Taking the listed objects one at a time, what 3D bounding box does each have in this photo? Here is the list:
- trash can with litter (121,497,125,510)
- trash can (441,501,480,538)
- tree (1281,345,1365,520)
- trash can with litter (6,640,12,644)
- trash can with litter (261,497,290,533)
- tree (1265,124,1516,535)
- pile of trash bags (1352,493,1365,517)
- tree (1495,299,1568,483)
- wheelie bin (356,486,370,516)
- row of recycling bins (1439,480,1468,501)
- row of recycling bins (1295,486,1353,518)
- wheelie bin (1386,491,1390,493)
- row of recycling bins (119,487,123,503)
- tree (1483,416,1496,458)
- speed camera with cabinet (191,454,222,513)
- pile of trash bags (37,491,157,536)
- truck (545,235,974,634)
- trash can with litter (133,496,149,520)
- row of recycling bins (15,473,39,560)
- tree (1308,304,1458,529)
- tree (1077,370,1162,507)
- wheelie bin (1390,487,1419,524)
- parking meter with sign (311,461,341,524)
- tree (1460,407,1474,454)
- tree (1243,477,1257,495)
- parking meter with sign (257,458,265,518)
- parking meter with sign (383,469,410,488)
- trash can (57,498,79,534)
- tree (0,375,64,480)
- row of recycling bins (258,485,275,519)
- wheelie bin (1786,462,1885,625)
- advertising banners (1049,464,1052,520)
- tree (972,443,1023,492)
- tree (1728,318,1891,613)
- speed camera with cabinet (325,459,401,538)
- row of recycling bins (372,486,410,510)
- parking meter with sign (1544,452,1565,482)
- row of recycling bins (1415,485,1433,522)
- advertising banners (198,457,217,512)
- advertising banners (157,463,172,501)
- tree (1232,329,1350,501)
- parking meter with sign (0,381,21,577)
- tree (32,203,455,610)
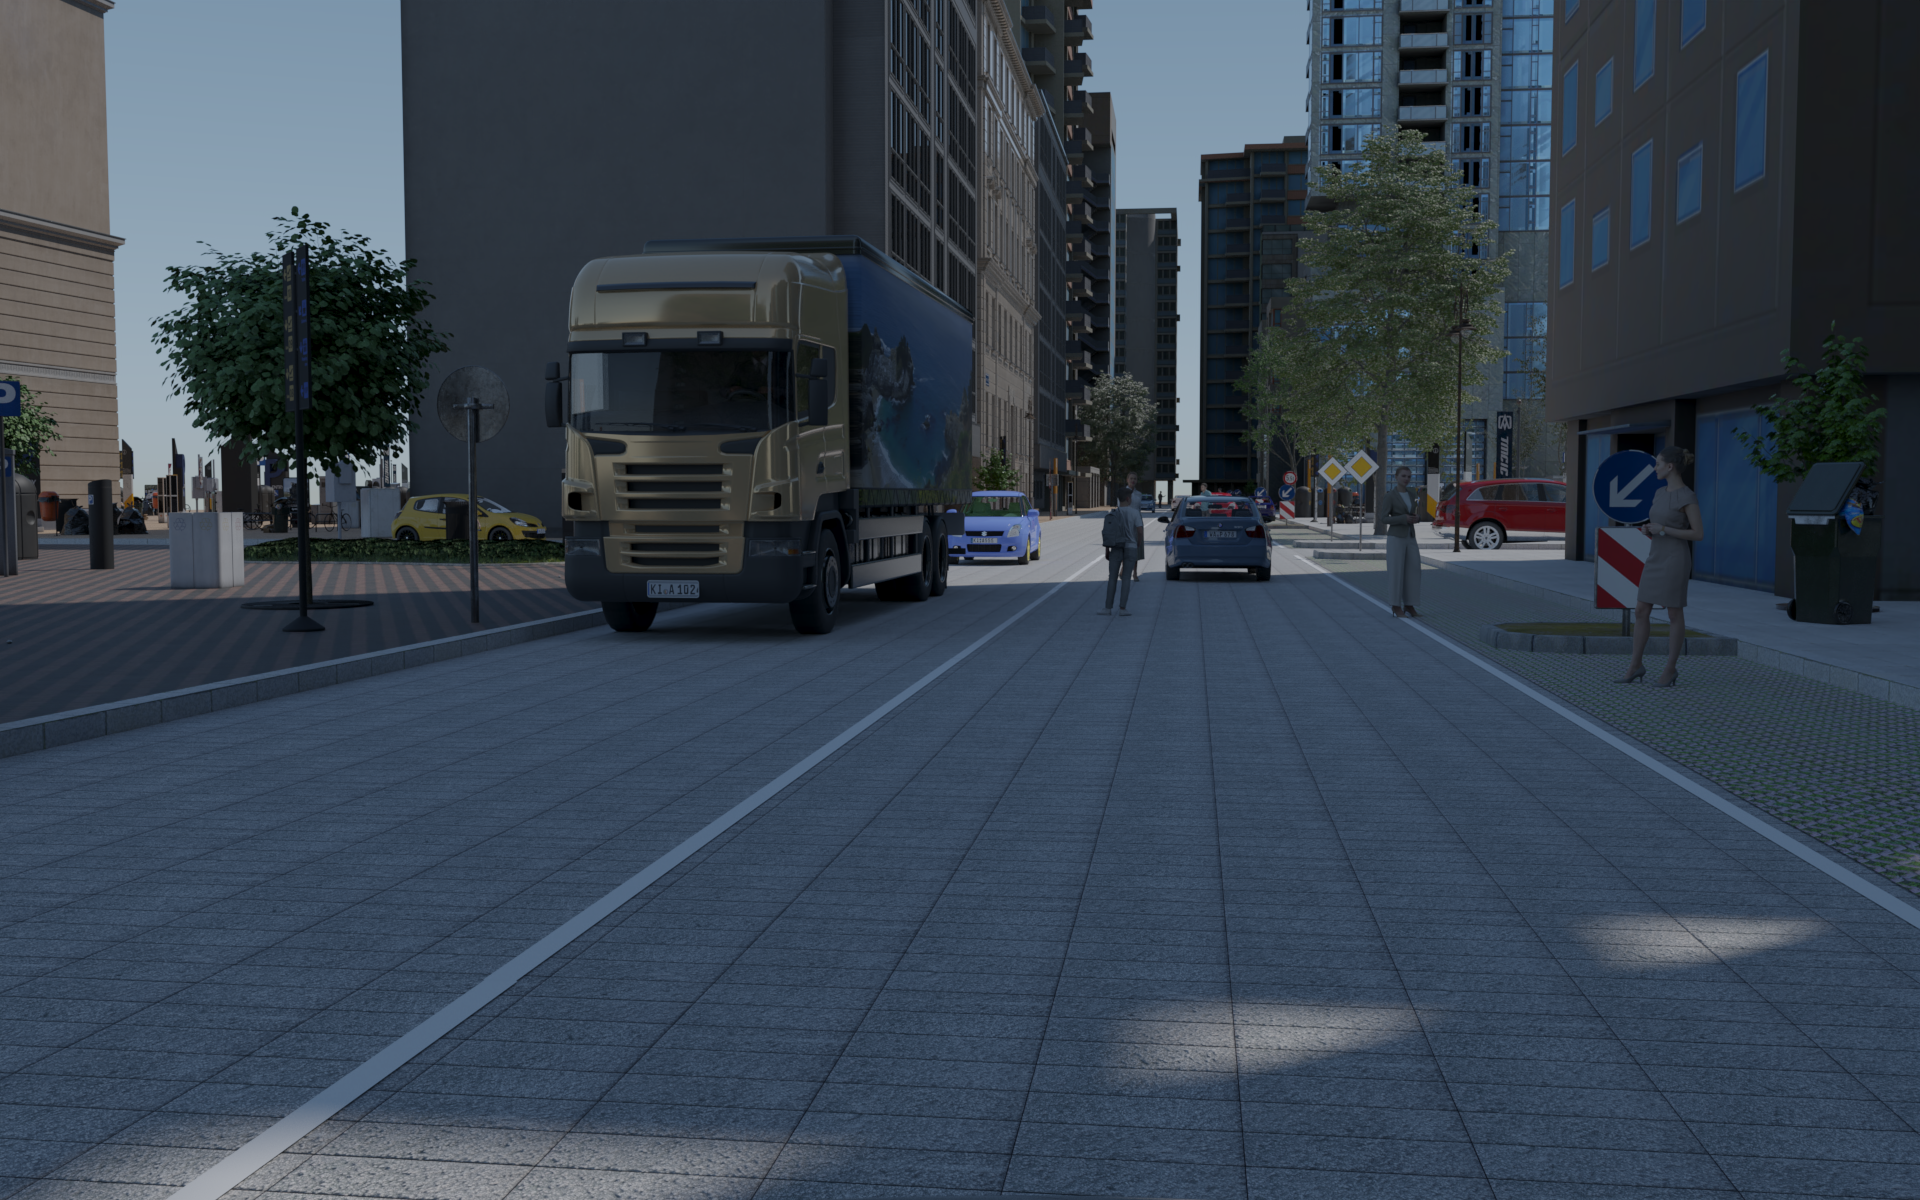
[{"bbox_3d":[-34.672,-3.627,70.691,1.055,1.170,0.624,-1,4,-19],"label":"trash can with litter"},{"bbox_3d":[-10.045,-1.421,34.887,0.748,1.137,0.748,0,3,0],"label":"trash can"},{"bbox_3d":[17.459,-8.179,84.081,4.360,8.622,3.978,0,3,0],"label":"tree"},{"bbox_3d":[-9.224,-0.255,15.228,1.678,1.210,2.233,-2,4,-24],"label":"trash can with litter"},{"bbox_3d":[-22.601,-2.794,57.064,1.055,1.170,0.624,2,4,25],"label":"trash can with litter"},{"bbox_3d":[13.519,-8.286,53.607,7.486,12.596,7.792,0,3,0],"label":"tree"},{"bbox_3d":[22.875,-5.397,97.992,1.912,1.369,3.447,-1,4,-11],"label":"pile of trash bags"},{"bbox_3d":[21.759,-6.797,61.485,4.360,8.622,3.978,0,3,0],"label":"tree"},{"bbox_3d":[-23.157,-3.619,67.084,0.693,1.594,0.980,2,4,32],"label":"wheelie bin"},{"bbox_3d":[15.794,-2.645,50.351,3.534,1.692,1.069,-1,4,-13],"label":"row of recycling bins"},{"bbox_3d":[19.749,-5.327,94.214,3.534,1.692,1.069,-2,4,-24],"label":"row of recycling bins"},{"bbox_3d":[27.695,-6.326,111.332,0.693,1.594,0.980,1,4,22],"label":"wheelie bin"},{"bbox_3d":[-39.478,-4.459,80.013,1.069,1.692,3.534,0,4,-8],"label":"row of recycling bins"},{"bbox_3d":[37.248,-10.092,115.371,4.360,8.622,3.978,0,3,0],"label":"tree"},{"bbox_3d":[-37.221,-5.633,86.428,2.038,3.252,0.660,-2,4,-30],"label":"speed camera with cabinet"},{"bbox_3d":[-27.300,-2.717,54.170,1.912,1.369,3.447,1,4,19],"label":"pile of trash bags"},{"bbox_3d":[-1.912,-1.976,21.214,2.839,4.237,11.283,1,4,9],"label":"truck"},{"bbox_3d":[-40.433,-4.516,85.217,0.624,1.170,1.055,0,4,1],"label":"trash can with litter"},{"bbox_3d":[-19.669,-1.689,34.725,3.534,1.692,1.069,3,4,37],"label":"row of recycling bins"},{"bbox_3d":[15.016,-6.909,63.329,4.737,8.622,4.395,0,3,0],"label":"tree"},{"bbox_3d":[15.907,-16.611,178.239,9.857,13.997,8.962,0,3,0],"label":"tree"},{"bbox_3d":[19.256,-4.077,74.574,0.980,1.594,0.693,-1,4,-16],"label":"wheelie bin"},{"bbox_3d":[-26.741,-4.719,73.415,1.738,3.016,0.543,1,4,21],"label":"parking meter with sign"},{"bbox_3d":[27.767,-9.230,101.266,4.737,8.622,4.395,0,3,0],"label":"tree"},{"bbox_3d":[33.058,-12.415,197.589,1.663,3.219,1.824,0,3,0],"label":"tree"},{"bbox_3d":[-30.232,-4.715,73.358,1.738,3.016,0.543,2,4,27],"label":"parking meter with sign"},{"bbox_3d":[-38.470,-7.434,117.802,1.738,3.016,0.543,1,4,18],"label":"parking meter with sign"},{"bbox_3d":[-29.020,-2.728,56.257,0.748,1.137,0.748,0,3,0],"label":"trash can"},{"bbox_3d":[-22.750,-3.464,40.349,4.285,4.588,4.351,0,3,0],"label":"tree"},{"bbox_3d":[-33.152,-4.527,81.134,1.069,1.692,3.534,0,4,5],"label":"row of recycling bins"},{"bbox_3d":[8.718,-0.573,17.277,0.693,1.594,0.980,-1,4,-18],"label":"wheelie bin"},{"bbox_3d":[4.440,-5.436,85.060,0.090,3.025,2.074,0,4,5],"label":"advertising banners"},{"bbox_3d":[1.281,-4.352,65.749,1.663,3.219,1.824,0,3,0],"label":"tree"},{"bbox_3d":[9.683,-1.502,19.154,1.663,3.219,1.824,0,3,0],"label":"tree"},{"bbox_3d":[-17.300,-3.416,50.194,0.660,3.252,2.038,3,5,44],"label":"speed camera with cabinet"},{"bbox_3d":[-30.081,-5.207,92.244,3.534,1.692,1.069,2,4,26],"label":"row of recycling bins"},{"bbox_3d":[24.531,-4.609,71.619,1.738,3.016,0.543,-2,4,-28],"label":"parking meter with sign"},{"bbox_3d":[21.749,-4.496,80.624,1.069,1.692,3.534,0,4,6],"label":"row of recycling bins"},{"bbox_3d":[-35.033,-5.165,80.629,0.090,3.025,2.074,-3,5,-43],"label":"advertising banners"},{"bbox_3d":[-44.915,-6.219,97.873,0.090,3.025,2.074,0,4,-3],"label":"advertising banners"},{"bbox_3d":[20.766,-11.139,107.872,9.928,11.665,9.643,0,3,0],"label":"tree"},{"bbox_3d":[-15.168,-1.904,27.393,0.543,3.016,1.738,-2,4,-31],"label":"parking meter with sign"},{"bbox_3d":[-7.434,-2.208,19.808,4.285,4.588,4.351,0,3,0],"label":"tree"}]
